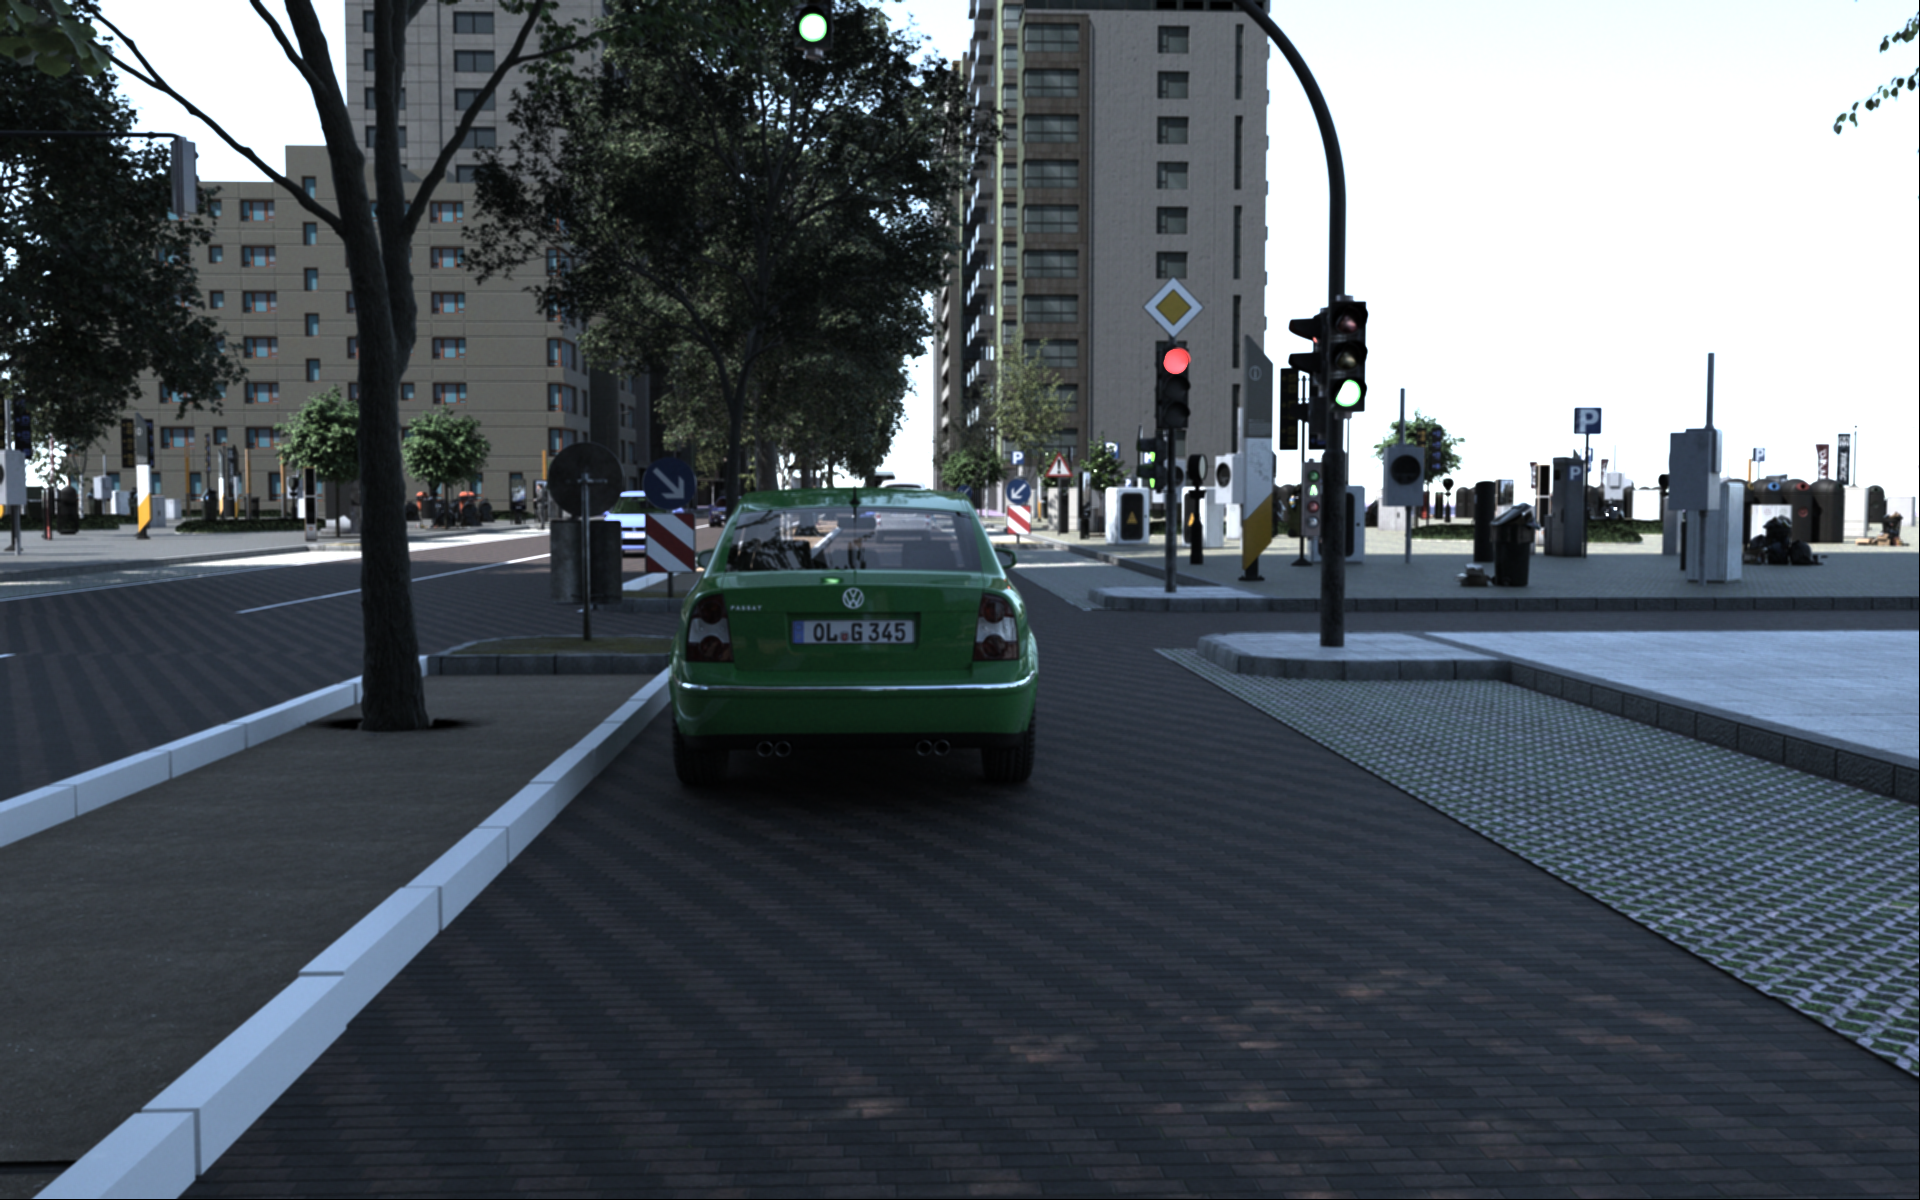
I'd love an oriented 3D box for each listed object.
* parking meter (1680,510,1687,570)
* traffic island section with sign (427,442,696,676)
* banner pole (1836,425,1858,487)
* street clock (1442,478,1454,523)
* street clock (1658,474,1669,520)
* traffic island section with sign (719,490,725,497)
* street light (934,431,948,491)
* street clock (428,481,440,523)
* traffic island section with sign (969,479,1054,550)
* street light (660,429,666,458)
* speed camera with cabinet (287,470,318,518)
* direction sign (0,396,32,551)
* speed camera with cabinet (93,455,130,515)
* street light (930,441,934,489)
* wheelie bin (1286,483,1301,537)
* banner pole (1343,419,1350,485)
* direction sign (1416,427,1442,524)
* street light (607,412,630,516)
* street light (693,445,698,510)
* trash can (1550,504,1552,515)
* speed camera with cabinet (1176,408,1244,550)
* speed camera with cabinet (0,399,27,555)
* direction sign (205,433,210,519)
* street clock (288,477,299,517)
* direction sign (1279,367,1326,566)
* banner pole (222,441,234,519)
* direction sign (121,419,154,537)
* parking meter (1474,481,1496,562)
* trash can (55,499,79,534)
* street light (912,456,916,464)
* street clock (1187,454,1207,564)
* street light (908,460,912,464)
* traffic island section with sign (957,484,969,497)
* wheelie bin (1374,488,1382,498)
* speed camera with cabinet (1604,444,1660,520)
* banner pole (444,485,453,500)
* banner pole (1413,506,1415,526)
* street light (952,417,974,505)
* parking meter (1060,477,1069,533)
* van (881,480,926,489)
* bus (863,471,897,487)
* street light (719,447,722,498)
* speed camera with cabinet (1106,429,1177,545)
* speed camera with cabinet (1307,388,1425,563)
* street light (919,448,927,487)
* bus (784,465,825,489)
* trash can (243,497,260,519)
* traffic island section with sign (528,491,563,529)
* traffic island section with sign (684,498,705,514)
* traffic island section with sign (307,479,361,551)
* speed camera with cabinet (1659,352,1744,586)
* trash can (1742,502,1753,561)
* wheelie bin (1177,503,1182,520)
[{"bbox_3d":[12.367,-1.272,29.210,0.372,1.533,0.369,0,3,0],"label":"parking meter"},{"bbox_3d":[-3.257,-0.395,14.596,2.006,1.907,1.989,0,4,-3],"label":"traffic island section with sign"},{"bbox_3d":[32.107,-4.442,62.645,0.863,3.779,0.401,0,4,5],"label":"banner pole"},{"bbox_3d":[21.905,-4.476,77.745,0.358,2.002,0.471,-3,4,-37],"label":"street clock"},{"bbox_3d":[25.043,-3.487,61.579,0.358,2.002,0.471,-1,4,-15],"label":"street clock"},{"bbox_3d":[-20.283,-8.559,148.569,1.989,1.847,2.006,0,4,-3],"label":"traffic island section with sign"},{"bbox_3d":[-0.949,-9.498,127.831,1.470,5.913,1.316,0,4,-3],"label":"street light"},{"bbox_3d":[-23.046,-4.365,75.936,0.471,2.002,0.358,0,4,5],"label":"street clock"},{"bbox_3d":[1.362,-2.244,45.319,1.989,1.847,2.006,0,4,-3],"label":"traffic island section with sign"},{"bbox_3d":[-20.374,-9.083,121.050,1.470,5.913,1.316,0,4,-3],"label":"street light"},{"bbox_3d":[-33.980,-5.817,89.449,0.660,3.252,2.038,1,4,9],"label":"speed camera with cabinet"},{"bbox_3d":[-21.465,-2.886,39.175,0.876,3.537,0.379,-3,5,-42],"label":"direction sign"},{"bbox_3d":[-43.570,-5.798,89.137,0.660,3.252,2.038,1,4,20],"label":"speed camera with cabinet"},{"bbox_3d":[-1.932,-10.911,150.943,1.470,5.913,1.316,0,4,-3],"label":"street light"},{"bbox_3d":[10.131,-2.661,51.420,0.693,1.594,0.980,2,4,31],"label":"wheelie bin"},{"bbox_3d":[10.353,-3.482,46.955,0.863,3.779,0.401,-2,4,-35],"label":"banner pole"},{"bbox_3d":[15.949,-4.098,58.993,0.876,3.537,0.379,0,4,-7],"label":"direction sign"},{"bbox_3d":[-19.324,-7.673,97.988,1.470,5.913,1.316,0,4,-3],"label":"street light"},{"bbox_3d":[-21.438,-10.465,143.644,1.470,5.913,1.316,0,4,-3],"label":"street light"},{"bbox_3d":[23.724,-3.487,68.660,0.748,1.137,0.748,0,3,0],"label":"trash can"},{"bbox_3d":[5.950,-2.811,40.294,0.660,3.252,2.038,-2,4,-26],"label":"speed camera with cabinet"},{"bbox_3d":[-20.595,-2.565,36.271,2.038,3.252,0.660,1,4,16],"label":"speed camera with cabinet"},{"bbox_3d":[-28.254,-4.471,65.100,0.379,3.537,0.876,-2,4,-32],"label":"direction sign"},{"bbox_3d":[-27.882,-4.153,72.473,0.471,2.002,0.358,3,4,39],"label":"street clock"},{"bbox_3d":[6.126,-2.382,30.939,0.876,3.537,0.379,2,4,27],"label":"direction sign"},{"bbox_3d":[-34.748,-5.645,82.320,0.401,3.779,0.863,2,4,28],"label":"banner pole"},{"bbox_3d":[-24.787,-3.686,52.264,0.876,3.537,0.379,-2,4,-26],"label":"direction sign"},{"bbox_3d":[9.917,-1.488,32.738,0.372,1.533,0.369,0,3,0],"label":"parking meter"},{"bbox_3d":[-28.458,-2.664,55.214,0.748,1.137,0.748,0,3,0],"label":"trash can"},{"bbox_3d":[-4.783,-14.595,211.172,1.470,5.913,1.316,0,4,-3],"label":"street light"},{"bbox_3d":[4.338,-1.658,31.684,0.358,2.002,0.471,2,4,26],"label":"street clock"},{"bbox_3d":[-5.865,-15.977,233.765,1.470,5.913,1.316,0,4,-3],"label":"street light"},{"bbox_3d":[0.054,-3.891,72.242,1.989,1.847,2.006,0,4,-3],"label":"traffic island section with sign"},{"bbox_3d":[22.334,-5.112,91.488,0.693,1.594,0.980,-2,4,-28],"label":"wheelie bin"},{"bbox_3d":[26.603,-4.537,68.523,2.038,3.252,0.660,1,4,16],"label":"speed camera with cabinet"},{"bbox_3d":[-24.092,-5.607,81.684,0.401,3.779,0.863,1,4,14],"label":"banner pole"},{"bbox_3d":[17.879,-4.824,68.883,0.401,3.779,0.863,-3,5,-39],"label":"banner pole"},{"bbox_3d":[0.272,-8.105,105.053,1.470,5.913,1.316,0,4,-3],"label":"street light"},{"bbox_3d":[3.390,-3.117,56.682,0.255,1.863,0.399,-1,4,-12],"label":"parking meter"},{"bbox_3d":[-1.703,-2.726,51.575,2.013,2.044,4.112,0,4,-2],"label":"van"},{"bbox_3d":[-6.528,-8.982,141.720,2.948,3.499,13.247,0,4,-3],"label":"bus"},{"bbox_3d":[-22.592,-11.885,166.853,1.470,5.913,1.316,0,4,-3],"label":"street light"},{"bbox_3d":[4.721,-3.036,43.968,2.038,3.252,0.660,-2,4,-25],"label":"speed camera with cabinet"},{"bbox_3d":[7.528,-2.312,32.140,2.038,3.252,0.660,0,4,4],"label":"speed camera with cabinet"},{"bbox_3d":[-3.149,-12.329,174.120,1.470,5.913,1.316,0,4,-3],"label":"street light"},{"bbox_3d":[-11.625,-8.495,130.447,2.896,3.916,12.252,0,4,-4],"label":"bus"},{"bbox_3d":[-32.739,-4.186,80.094,0.748,1.137,0.748,0,3,0],"label":"trash can"},{"bbox_3d":[-16.577,-3.825,71.173,1.989,1.847,2.006,0,4,-3],"label":"traffic island section with sign"},{"bbox_3d":[-18.996,-6.912,121.645,1.989,1.847,2.006,0,4,-3],"label":"traffic island section with sign"},{"bbox_3d":[-15.269,-2.159,43.927,1.989,1.847,2.006,0,4,-3],"label":"traffic island section with sign"},{"bbox_3d":[10.744,-1.870,24.916,0.660,3.252,2.038,3,4,37],"label":"speed camera with cabinet"},{"bbox_3d":[14.791,-1.318,33.211,0.748,1.137,0.748,0,3,0],"label":"trash can"},{"bbox_3d":[9.800,-4.255,77.476,0.980,1.594,0.693,-1,4,-18],"label":"wheelie bin"}]
